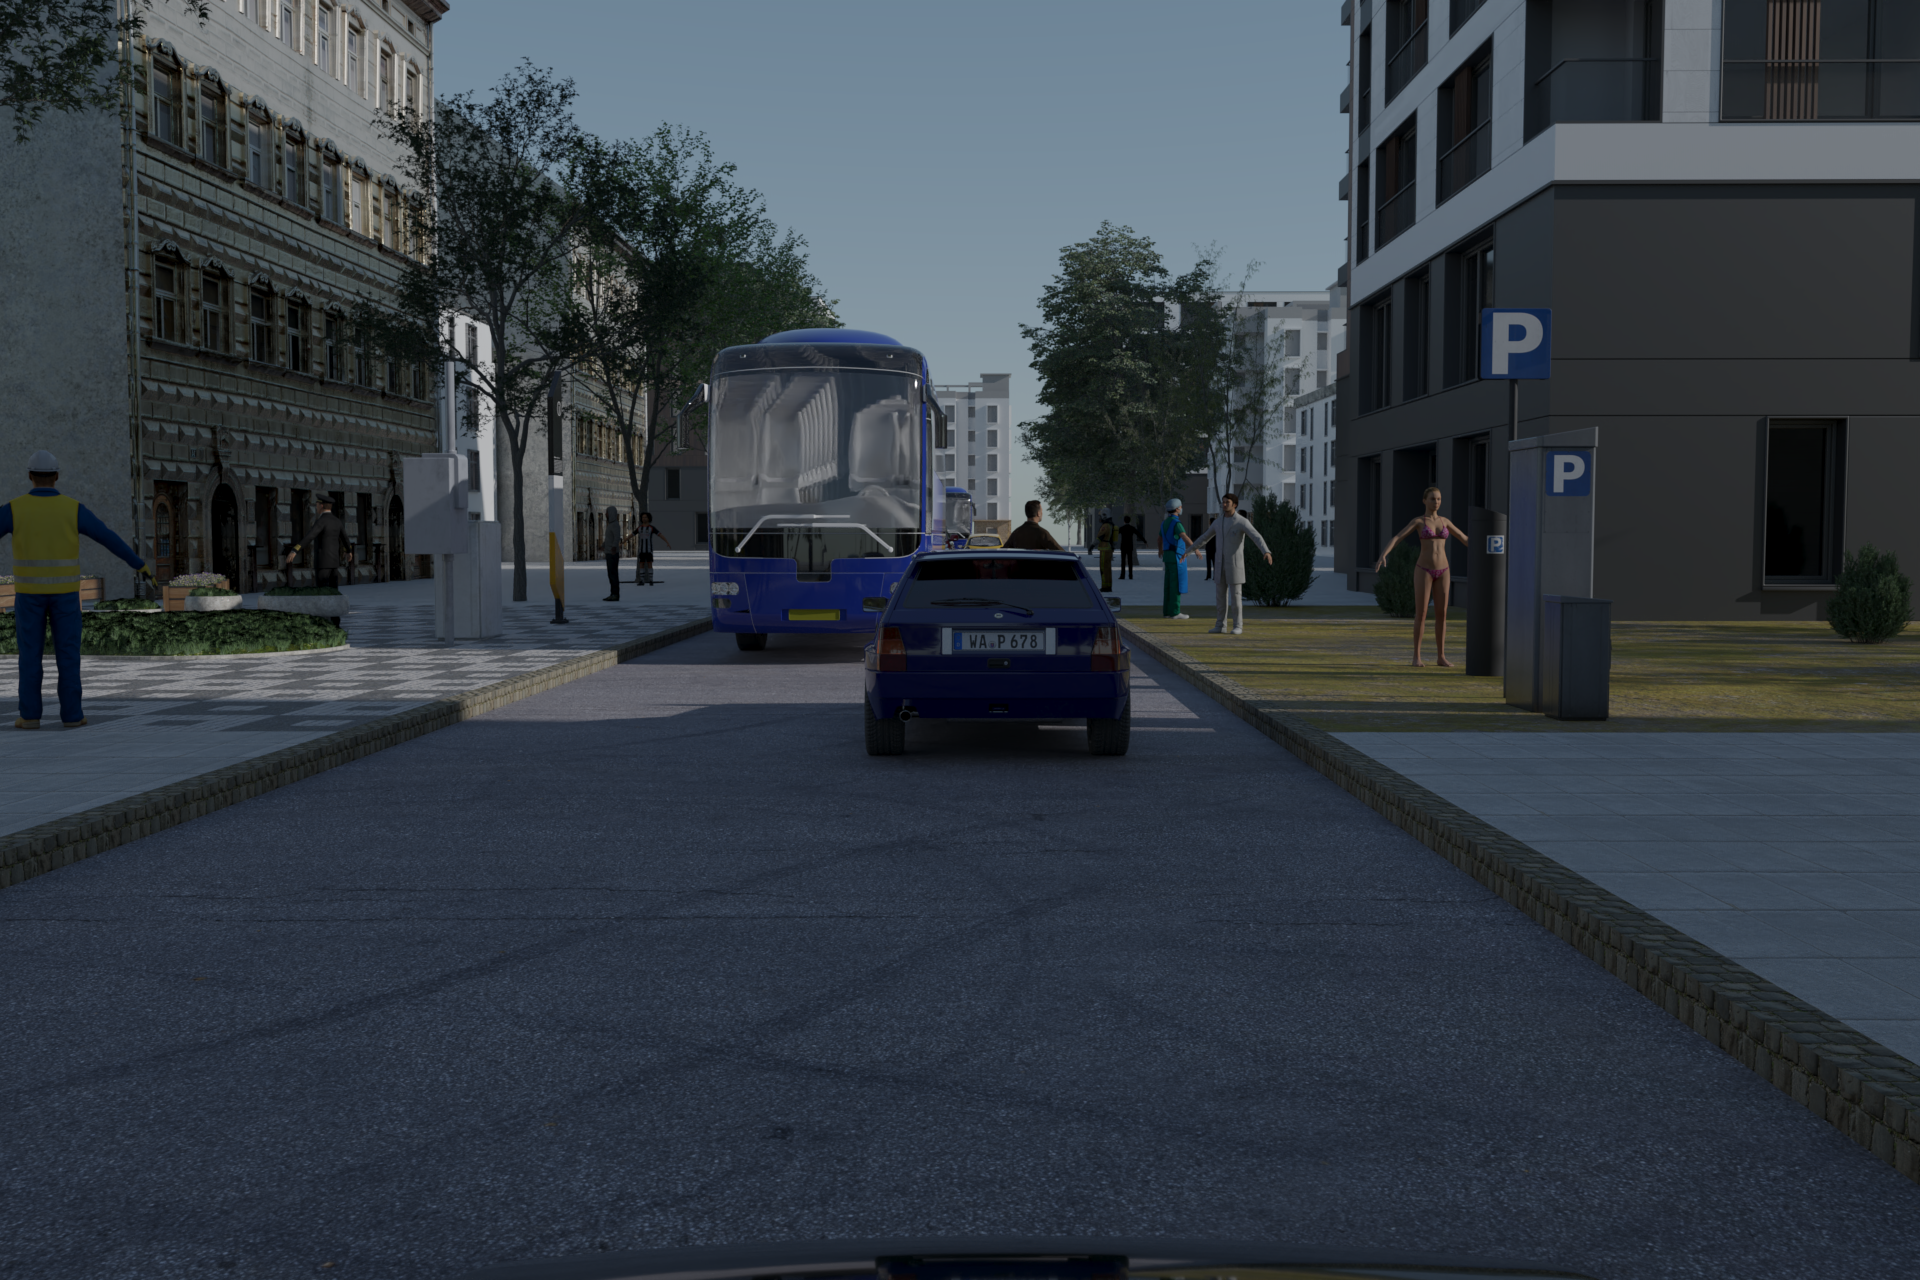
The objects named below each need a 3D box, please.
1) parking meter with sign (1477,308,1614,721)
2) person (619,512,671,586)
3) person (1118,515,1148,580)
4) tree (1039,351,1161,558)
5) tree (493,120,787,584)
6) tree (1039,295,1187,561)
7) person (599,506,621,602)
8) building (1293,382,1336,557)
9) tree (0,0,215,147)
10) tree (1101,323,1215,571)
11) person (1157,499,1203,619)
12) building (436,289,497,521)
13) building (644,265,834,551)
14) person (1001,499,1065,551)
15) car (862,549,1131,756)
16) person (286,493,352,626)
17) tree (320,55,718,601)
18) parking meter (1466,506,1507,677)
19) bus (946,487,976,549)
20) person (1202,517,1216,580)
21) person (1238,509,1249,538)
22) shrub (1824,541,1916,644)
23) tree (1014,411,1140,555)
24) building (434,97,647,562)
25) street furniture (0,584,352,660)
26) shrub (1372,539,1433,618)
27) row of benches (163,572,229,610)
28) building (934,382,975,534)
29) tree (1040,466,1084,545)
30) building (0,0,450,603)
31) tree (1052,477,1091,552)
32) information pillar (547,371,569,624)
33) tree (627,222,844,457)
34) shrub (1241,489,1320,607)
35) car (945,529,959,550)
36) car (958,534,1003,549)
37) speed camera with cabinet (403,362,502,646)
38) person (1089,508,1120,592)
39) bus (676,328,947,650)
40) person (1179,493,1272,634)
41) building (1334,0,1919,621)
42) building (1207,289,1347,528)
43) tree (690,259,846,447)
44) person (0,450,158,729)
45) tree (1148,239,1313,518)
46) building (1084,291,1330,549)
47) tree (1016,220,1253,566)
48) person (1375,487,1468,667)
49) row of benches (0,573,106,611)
[{"bbox_3d":[4.295,-1.002,12.642,0.543,3.016,1.738,0,4,-1],"label":"parking meter with sign"},{"bbox_3d":[-7.799,-2.252,42.970,1.345,1.843,0.704,0,4,8],"label":"person"},{"bbox_3d":[4.699,-2.612,48.898,1.347,1.806,0.705,-1,4,-13],"label":"person"},{"bbox_3d":[7.897,-10.247,93.290,9.928,11.665,9.643,0,3,0],"label":"tree"},{"bbox_3d":[-8.349,-7.281,44.793,9.928,11.665,9.643,0,3,0],"label":"tree"},{"bbox_3d":[7.363,-10.035,82.204,7.486,12.596,7.792,0,3,0],"label":"tree"},{"bbox_3d":[-6.665,-1.648,33.079,0.705,1.813,1.348,-1,4,-22],"label":"person"},{"bbox_3d":[25.255,-9.274,93.776,9.099,9.664,28.070,0,3,0],"label":"building"},{"bbox_3d":[-8.394,-4.652,10.467,8.767,10.594,7.601,1,4,18],"label":"tree"},{"bbox_3d":[7.212,-6.726,60.329,4.360,8.622,3.978,0,3,0],"label":"tree"},{"bbox_3d":[3.268,-1.230,26.245,0.704,1.817,1.347,-1,4,-20],"label":"person"},{"bbox_3d":[-21.884,-7.506,64.877,9.099,9.664,28.070,0,4,1],"label":"building"},{"bbox_3d":[-25.973,-18.536,147.035,27.936,21.610,32.646,0,4,1],"label":"building"},{"bbox_3d":[0.829,-0.646,19.163,1.346,1.812,0.704,3,5,43],"label":"person"},{"bbox_3d":[0.239,0.002,12.546,1.945,1.354,3.894,0,3,0],"label":"car"},{"bbox_3d":[-8.700,-1.086,23.699,0.705,1.837,1.347,1,4,16],"label":"person"},{"bbox_3d":[-8.265,-6.037,33.116,8.767,10.594,7.601,1,4,22],"label":"tree"},{"bbox_3d":[4.792,-0.446,15.707,0.372,1.533,0.369,0,3,0],"label":"parking meter"},{"bbox_3d":[-0.580,-6.223,93.287,2.896,3.916,12.251,0,4,0],"label":"bus"},{"bbox_3d":[6.922,-2.522,47.951,1.216,1.740,0.721,-2,4,-32],"label":"person"},{"bbox_3d":[6.050,-1.909,37.345,0.704,1.812,1.346,2,4,31],"label":"person"},{"bbox_3d":[10.689,-0.565,20.352,1.383,1.207,1.383,0,3,0],"label":"shrub"},{"bbox_3d":[7.731,-10.492,105.958,7.601,10.594,8.767,3,5,42],"label":"tree"},{"bbox_3d":[-26.864,-15.710,87.783,19.493,23.208,18.063,0,4,0],"label":"building"},{"bbox_3d":[-11.927,-0.240,19.557,10.072,0.657,5.734,0,4,-6],"label":"street furniture"},{"bbox_3d":[6.830,-0.951,26.660,1.383,1.207,1.383,0,3,0],"label":"shrub"},{"bbox_3d":[-11.616,-0.672,26.447,1.422,0.672,4.104,-1,4,-19],"label":"row of benches"},{"bbox_3d":[-5.108,-21.399,208.747,11.380,20.090,16.016,0,4,7],"label":"building"},{"bbox_3d":[14.310,-18.314,206.090,9.857,13.997,8.962,0,3,0],"label":"tree"},{"bbox_3d":[-24.460,-12.842,40.891,19.493,23.208,18.063,0,4,1],"label":"building"},{"bbox_3d":[7.325,-10.253,117.994,4.360,8.622,3.978,0,3,0],"label":"tree"},{"bbox_3d":[-5.756,-2.039,24.686,0.183,3.616,0.504,0,4,2],"label":"information pillar"},{"bbox_3d":[-7.659,-8.069,57.685,9.928,11.665,9.643,0,3,0],"label":"tree"},{"bbox_3d":[5.513,-1.628,30.652,1.661,2.075,1.752,0,3,0],"label":"shrub"},{"bbox_3d":[-1.167,-2.464,48.954,2.281,1.827,5.304,0,4,1],"label":"car"},{"bbox_3d":[0.927,-3.444,66.526,2.015,1.641,3.980,0,3,0],"label":"car"},{"bbox_3d":[-6.048,-1.612,20.687,0.660,3.252,2.038,0,4,1],"label":"speed camera with cabinet"},{"bbox_3d":[3.195,-1.985,38.220,0.705,1.858,1.354,2,4,26],"label":"person"},{"bbox_3d":[-1.548,-2.018,24.541,2.896,3.916,12.251,0,4,0],"label":"bus"},{"bbox_3d":[3.448,-0.985,22.289,1.347,1.806,0.705,3,5,39],"label":"person"},{"bbox_3d":[22.770,-12.044,40.889,27.936,21.610,32.646,0,4,1],"label":"building"},{"bbox_3d":[25.494,-17.415,141.162,16.016,20.090,11.380,0,4,1],"label":"building"},{"bbox_3d":[-8.017,-10.564,79.375,9.857,13.997,8.962,0,3,0],"label":"tree"},{"bbox_3d":[-6.058,-0.338,11.494,1.349,1.833,0.705,-2,4,-29],"label":"person"},{"bbox_3d":[6.657,-5.713,43.770,4.360,8.622,3.978,0,3,0],"label":"tree"},{"bbox_3d":[25.421,-19.469,162.296,27.936,21.610,32.646,0,4,0],"label":"building"},{"bbox_3d":[6.927,-9.996,70.092,9.857,13.997,8.962,0,3,0],"label":"tree"},{"bbox_3d":[4.587,-0.608,16.738,1.217,1.733,0.721,0,4,-8],"label":"person"},{"bbox_3d":[-14.655,-0.727,27.354,1.422,0.672,4.104,0,4,-5],"label":"row of benches"}]
